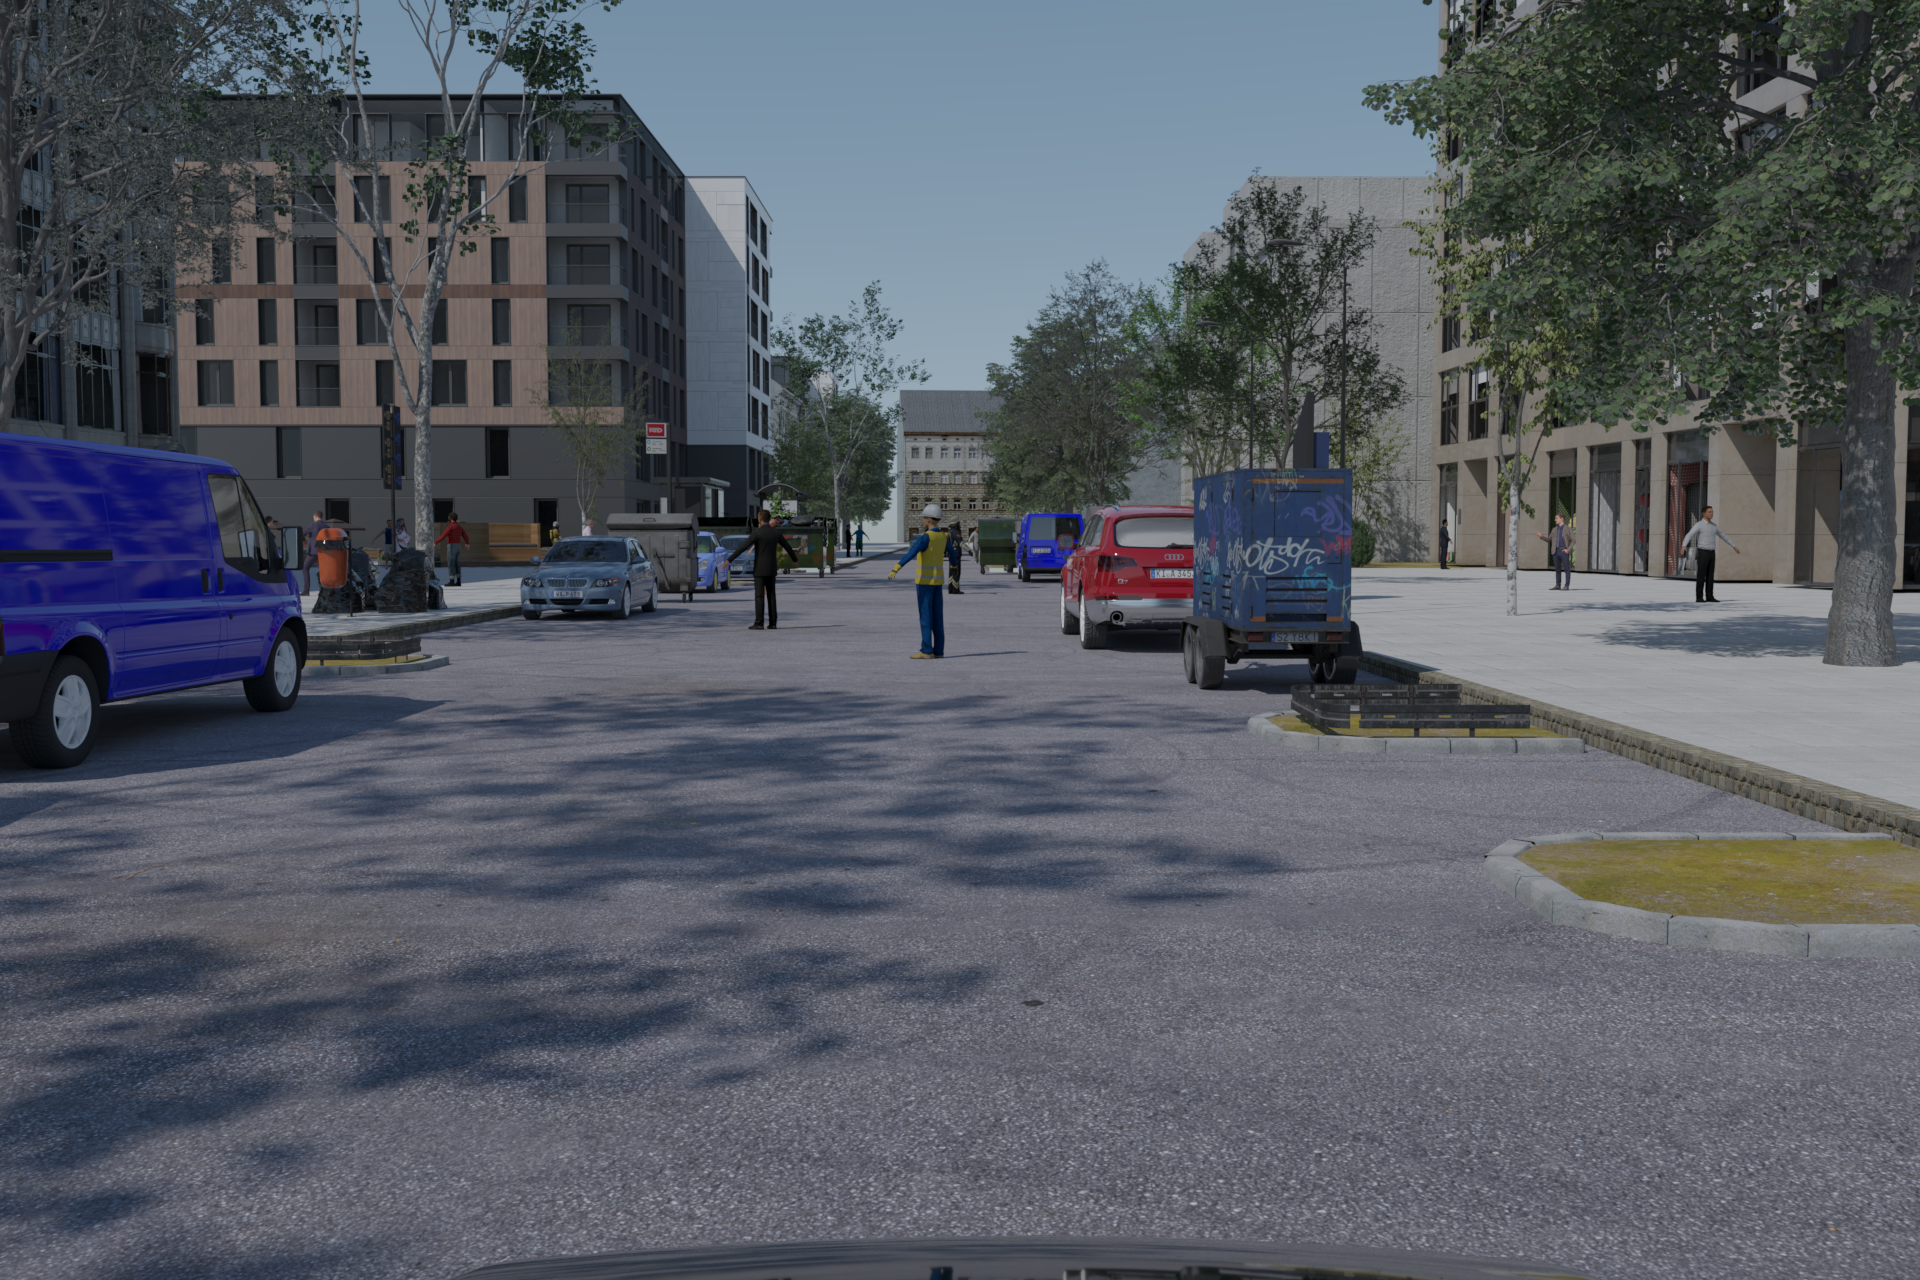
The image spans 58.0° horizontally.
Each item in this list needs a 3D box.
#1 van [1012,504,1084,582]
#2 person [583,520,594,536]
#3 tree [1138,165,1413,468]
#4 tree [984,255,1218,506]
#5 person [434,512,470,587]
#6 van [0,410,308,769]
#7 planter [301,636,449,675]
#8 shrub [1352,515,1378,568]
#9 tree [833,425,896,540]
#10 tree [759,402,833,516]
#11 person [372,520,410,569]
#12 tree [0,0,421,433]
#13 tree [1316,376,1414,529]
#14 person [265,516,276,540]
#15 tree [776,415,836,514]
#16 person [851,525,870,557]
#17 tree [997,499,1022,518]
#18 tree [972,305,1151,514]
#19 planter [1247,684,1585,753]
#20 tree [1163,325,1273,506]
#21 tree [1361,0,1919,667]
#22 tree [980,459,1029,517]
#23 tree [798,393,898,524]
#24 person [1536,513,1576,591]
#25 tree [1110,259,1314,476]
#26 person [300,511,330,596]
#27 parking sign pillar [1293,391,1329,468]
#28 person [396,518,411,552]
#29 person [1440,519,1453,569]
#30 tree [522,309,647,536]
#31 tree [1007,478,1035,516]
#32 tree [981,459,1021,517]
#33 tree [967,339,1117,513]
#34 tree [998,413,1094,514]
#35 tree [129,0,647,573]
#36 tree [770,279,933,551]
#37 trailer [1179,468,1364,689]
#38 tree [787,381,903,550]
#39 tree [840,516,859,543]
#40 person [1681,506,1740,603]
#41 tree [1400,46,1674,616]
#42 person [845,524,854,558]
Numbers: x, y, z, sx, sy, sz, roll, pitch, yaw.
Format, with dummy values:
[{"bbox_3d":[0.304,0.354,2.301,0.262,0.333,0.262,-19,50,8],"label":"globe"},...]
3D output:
[{"bbox_3d":[2.758,-2.967,52.895,2.240,2.365,5.245,0,4,-2],"label":"van"},{"bbox_3d":[-11.140,-2.765,52.184,0.436,1.711,0.756,-1,4,-16],"label":"person"},{"bbox_3d":[8.099,-6.752,44.802,7.601,10.594,8.767,-1,4,-18],"label":"tree"},{"bbox_3d":[6.179,-10.207,77.248,12.009,13.543,11.850,0,3,0],"label":"tree"},{"bbox_3d":[-12.389,-2.214,42.301,0.704,1.816,1.345,2,4,24],"label":"person"},{"bbox_3d":[-6.363,-0.480,12.234,2.240,2.365,5.245,0,4,-1],"label":"van"},{"bbox_3d":[-6.608,0.159,18.541,1.991,0.319,1.994,0,4,0],"label":"planter"},{"bbox_3d":[15.165,-3.786,66.328,1.690,2.028,1.600,0,3,0],"label":"shrub"},{"bbox_3d":[-9.824,-15.205,166.736,7.486,12.596,7.792,0,3,0],"label":"tree"},{"bbox_3d":[-9.363,-8.953,96.744,4.737,8.622,4.395,0,3,0],"label":"tree"},{"bbox_3d":[-20.731,-3.476,62.996,1.345,1.807,0.704,-2,4,-32],"label":"person"},{"bbox_3d":[-12.356,-6.831,22.061,12.009,13.543,11.850,0,3,0],"label":"tree"},{"bbox_3d":[17.301,-7.653,75.490,4.737,8.622,4.395,0,3,0],"label":"tree"},{"bbox_3d":[-16.312,-2.071,40.830,0.530,1.710,0.541,-1,4,-18],"label":"person"},{"bbox_3d":[-9.901,-9.608,107.460,4.360,8.622,3.978,0,3,0],"label":"tree"},{"bbox_3d":[-5.751,-5.657,98.619,1.347,1.817,0.704,-2,4,-24],"label":"person"},{"bbox_3d":[5.490,-13.356,168.735,4.737,8.622,4.395,0,3,0],"label":"tree"},{"bbox_3d":[5.776,-11.417,93.326,9.857,13.997,8.962,0,3,0],"label":"tree"},{"bbox_3d":[3.097,0.540,12.308,1.991,0.319,1.994,0,4,1],"label":"planter"},{"bbox_3d":[8.444,-6.595,58.192,4.360,8.622,3.978,0,3,0],"label":"tree"},{"bbox_3d":[8.777,-6.730,16.695,9.857,13.997,8.962,0,3,0],"label":"tree"},{"bbox_3d":[5.342,-13.269,151.352,8.767,10.594,7.601,2,4,33],"label":"tree"},{"bbox_3d":[-10.207,-15.190,155.009,9.857,13.997,8.962,0,3,0],"label":"tree"},{"bbox_3d":[13.512,-2.003,39.324,0.750,1.759,0.617,-1,4,-18],"label":"person"},{"bbox_3d":[9.525,-8.574,65.938,9.928,11.665,9.643,0,3,0],"label":"tree"},{"bbox_3d":[-13.458,-1.805,36.000,0.568,1.767,0.683,3,4,37],"label":"person"},{"bbox_3d":[6.750,-2.752,33.464,1.447,3.967,1.447,0,4,0],"label":"parking sign pillar"},{"bbox_3d":[-15.941,-2.611,49.403,0.621,1.740,0.551,1,4,12],"label":"person"},{"bbox_3d":[17.614,-3.475,62.859,0.704,1.823,1.345,0,4,2],"label":"person"},{"bbox_3d":[-12.813,-6.568,57.756,4.360,8.622,3.978,0,3,0],"label":"tree"},{"bbox_3d":[5.061,-11.542,139.081,4.360,8.622,3.978,0,3,0],"label":"tree"},{"bbox_3d":[5.682,-13.877,161.303,8.767,10.594,7.601,1,4,15],"label":"tree"},{"bbox_3d":[5.643,-12.059,107.532,12.009,13.543,11.850,0,3,0],"label":"tree"},{"bbox_3d":[5.989,-12.458,121.816,7.486,12.596,7.792,0,3,0],"label":"tree"},{"bbox_3d":[-12.913,-11.272,40.189,12.611,20.169,13.585,0,3,0],"label":"tree"},{"bbox_3d":[-8.619,-16.747,129.707,12.611,20.169,13.585,0,3,0],"label":"tree"},{"bbox_3d":[2.884,-0.609,17.009,1.471,1.999,3.904,0,4,-1],"label":"trailer"},{"bbox_3d":[-9.616,-14.490,143.563,9.857,13.997,8.962,0,3,0],"label":"tree"},{"bbox_3d":[-17.284,-21.006,261.566,7.486,12.596,7.792,0,3,0],"label":"tree"},{"bbox_3d":[14.003,-1.608,32.441,1.344,1.810,0.704,-1,4,-19],"label":"person"},{"bbox_3d":[8.915,-4.687,26.996,4.737,8.622,4.395,0,3,0],"label":"tree"},{"bbox_3d":[-6.071,-5.438,94.843,0.705,1.837,1.347,-1,4,-15],"label":"person"}]
